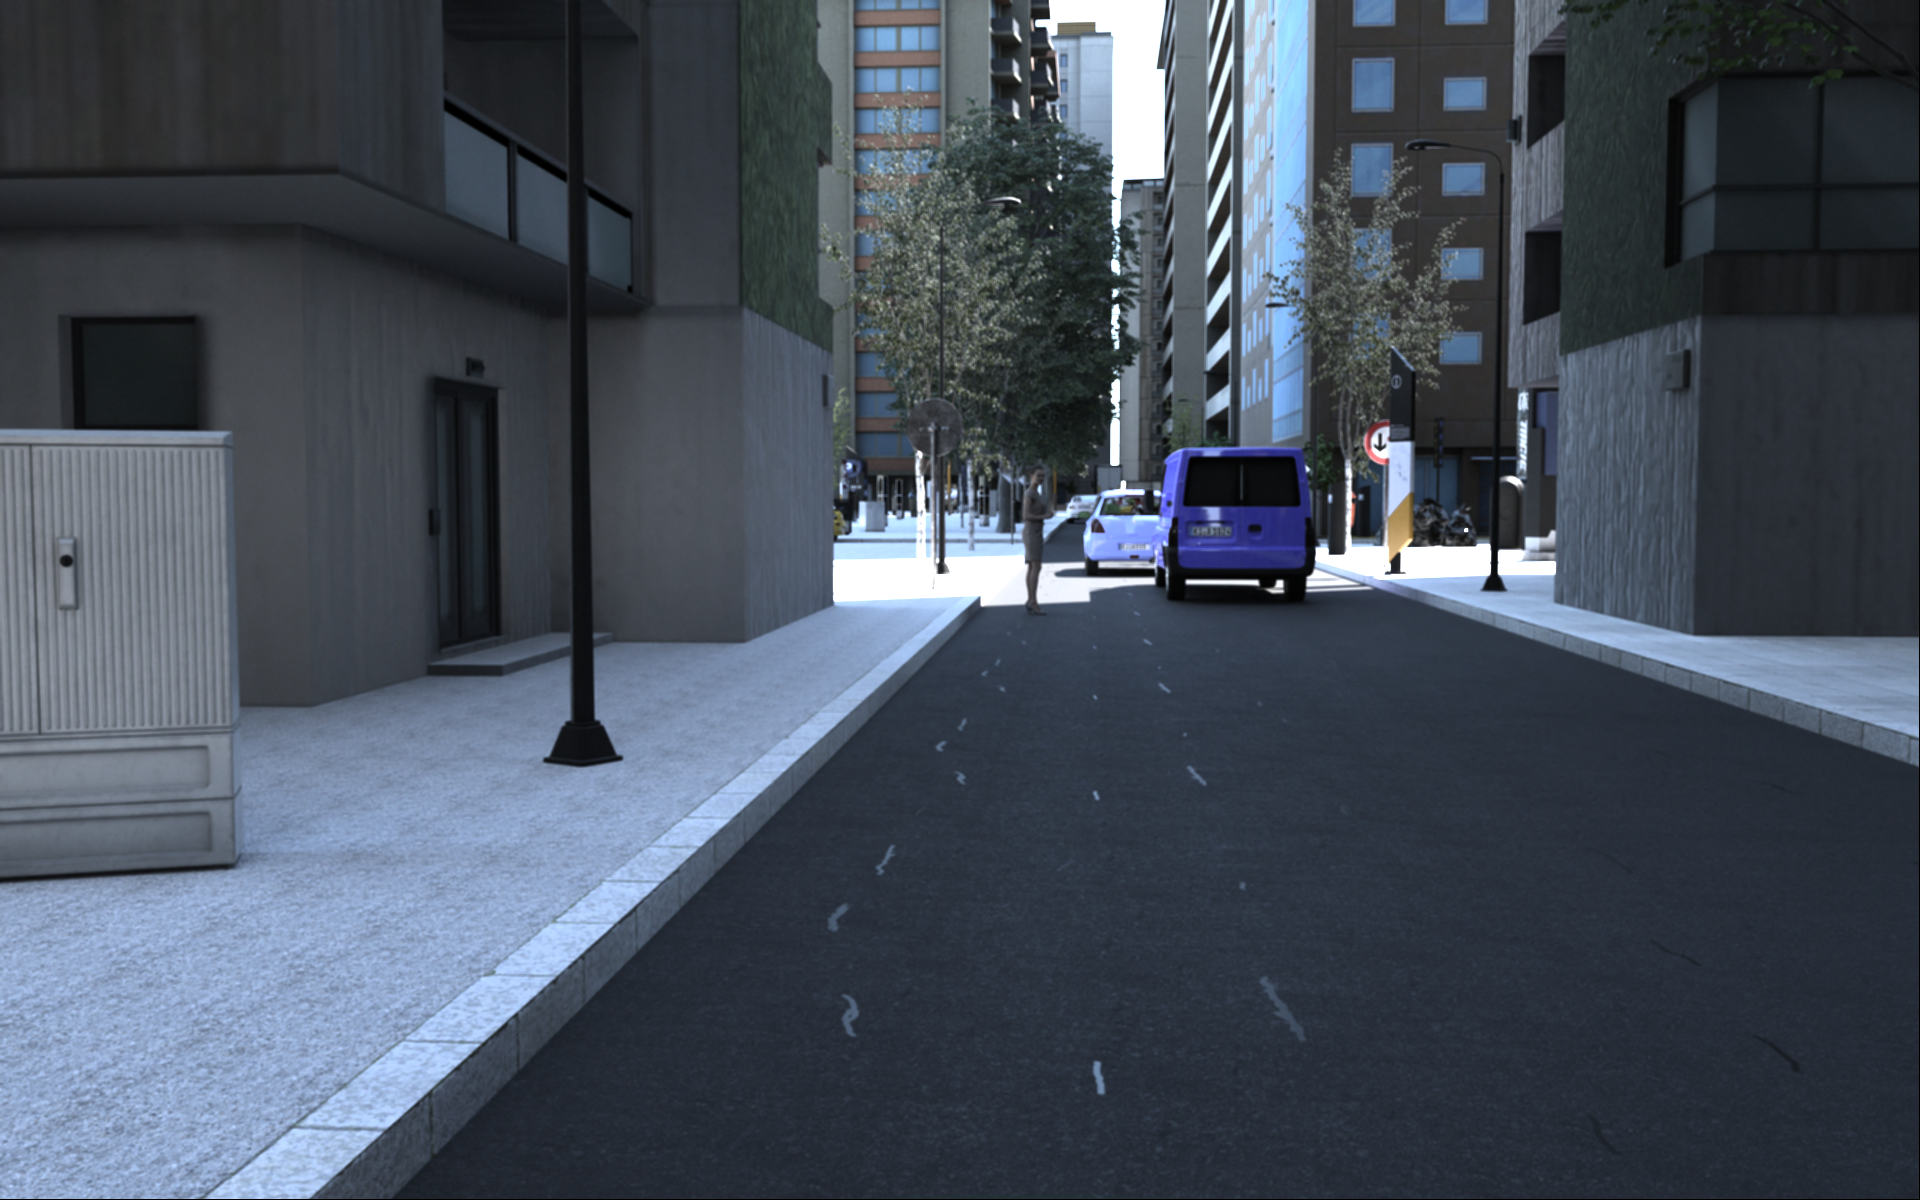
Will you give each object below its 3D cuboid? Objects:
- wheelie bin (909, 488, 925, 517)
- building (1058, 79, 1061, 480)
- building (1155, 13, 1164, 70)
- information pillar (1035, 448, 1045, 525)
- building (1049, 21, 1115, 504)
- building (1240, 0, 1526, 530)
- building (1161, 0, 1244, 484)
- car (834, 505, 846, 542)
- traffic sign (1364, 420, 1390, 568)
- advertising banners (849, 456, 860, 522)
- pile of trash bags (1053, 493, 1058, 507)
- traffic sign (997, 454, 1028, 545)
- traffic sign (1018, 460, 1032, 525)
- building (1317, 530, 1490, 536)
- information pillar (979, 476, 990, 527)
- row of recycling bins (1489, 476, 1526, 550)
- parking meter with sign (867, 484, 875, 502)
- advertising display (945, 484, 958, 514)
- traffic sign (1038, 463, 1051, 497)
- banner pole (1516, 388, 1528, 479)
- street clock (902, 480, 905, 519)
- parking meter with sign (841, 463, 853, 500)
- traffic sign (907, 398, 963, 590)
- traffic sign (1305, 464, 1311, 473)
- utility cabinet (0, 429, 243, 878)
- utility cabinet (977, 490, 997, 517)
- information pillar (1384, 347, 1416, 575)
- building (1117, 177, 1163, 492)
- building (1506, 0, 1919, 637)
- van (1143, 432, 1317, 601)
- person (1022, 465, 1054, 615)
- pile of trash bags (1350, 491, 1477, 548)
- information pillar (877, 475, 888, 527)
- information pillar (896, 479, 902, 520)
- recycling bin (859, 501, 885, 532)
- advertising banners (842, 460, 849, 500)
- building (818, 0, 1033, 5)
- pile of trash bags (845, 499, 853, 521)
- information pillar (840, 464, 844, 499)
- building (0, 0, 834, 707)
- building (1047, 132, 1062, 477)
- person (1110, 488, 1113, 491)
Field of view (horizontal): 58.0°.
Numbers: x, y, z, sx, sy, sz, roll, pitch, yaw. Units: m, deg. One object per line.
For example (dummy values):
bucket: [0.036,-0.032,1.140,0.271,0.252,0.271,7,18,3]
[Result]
wheelie bin: [-2.406,-5.333,95.097,0.980,1.594,0.693,-3,5,-44]
building: [-1.353,-31.523,170.022,22.147,44.769,28.867,0,4,4]
building: [35.610,-36.422,184.740,28.713,52.752,27.495,0,4,4]
information pillar: [3.310,-4.937,72.079,0.183,3.616,0.504,-3,4,-38]
building: [5.274,-41.505,220.602,28.212,58.520,21.231,0,4,4]
building: [19.717,-25.928,74.037,14.600,45.320,14.200,0,4,4]
building: [27.121,-31.367,136.556,21.300,48.544,21.600,0,4,4]
car: [-5.254,-2.381,49.149,3.980,1.641,2.015,0,4,5]
traffic sign: [7.346,-1.821,29.875,0.768,2.556,0.104,1,4,9]
advertising banners: [-4.778,-5.078,79.207,0.090,3.025,2.074,0,4,3]
pile of trash bags: [5.071,-6.419,114.699,3.447,1.369,1.912,-3,4,-38]
traffic sign: [1.311,-2.425,43.290,0.795,2.450,0.064,0,4,4]
traffic sign: [1.924,-2.912,51.252,0.795,2.450,0.064,0,4,4]
building: [18.204,-24.920,57.552,14.200,45.320,14.600,0,4,4]
information pillar: [0.965,-3.921,68.602,0.304,2.012,0.304,-3,5,-44]
row of recycling bins: [13.638,-1.965,39.239,1.069,1.692,3.534,-3,5,-43]
parking meter with sign: [-6.781,-7.998,127.031,0.543,3.016,1.738,2,4,25]
advertising display: [-0.565,-6.467,110.951,0.974,1.923,0.123,2,4,24]
traffic sign: [3.322,-4.314,70.643,0.768,2.556,0.104,1,4,9]
banner pole: [11.655,-2.786,35.572,0.401,3.779,0.863,-1,4,-15]
street clock: [-2.986,-5.209,89.733,0.358,2.002,0.471,0,4,3]
parking meter with sign: [-6.266,-6.038,94.989,0.543,3.016,1.738,0,4,6]
traffic sign: [-0.349,-1.407,23.106,0.768,2.556,0.104,1,4,13]
traffic sign: [8.234,-2.391,42.739,0.795,2.450,0.064,0,4,4]
utility cabinet: [-3.071,0.175,5.816,1.173,1.500,0.318,-1,4,-18]
utility cabinet: [1.480,-5.295,95.252,1.173,1.500,0.318,-3,5,-41]
information pillar: [6.990,-2.208,27.452,0.183,3.616,0.504,-2,4,-30]
building: [26.888,-32.619,216.909,14.086,41.232,14.154,0,4,4]
building: [14.162,-15.250,21.037,14.160,30.474,14.107,0,4,4]
van: [3.835,-1.262,25.016,2.240,2.365,5.245,0,4,4]
person: [0.928,-0.731,20.786,0.374,1.781,0.599,1,4,15]
pile of trash bags: [10.685,-1.978,42.088,3.447,1.369,1.912,-1,4,-9]
information pillar: [-3.050,-3.908,68.391,0.304,2.012,0.304,3,5,39]
information pillar: [-3.038,-5.020,86.561,0.304,2.012,0.304,0,4,-3]
recycling bin: [-2.994,-2.840,58.984,0.722,1.027,0.722,-1,4,-21]
advertising banners: [-5.624,-5.694,89.286,0.090,3.025,2.074,1,4,22]
building: [-3.730,-29.747,140.986,22.147,44.769,28.867,0,4,4]
pile of trash bags: [-6.757,-4.463,82.714,1.912,1.369,3.447,3,5,42]
information pillar: [-8.332,-8.079,123.439,0.504,3.616,0.183,3,5,44]
building: [-8.977,-20.117,12.505,14.154,41.232,14.086,0,4,4]
building: [4.331,-31.217,193.996,14.086,41.232,14.154,0,4,4]
person: [9.204,-5.897,105.191,0.678,1.792,0.850,1,4,18]
